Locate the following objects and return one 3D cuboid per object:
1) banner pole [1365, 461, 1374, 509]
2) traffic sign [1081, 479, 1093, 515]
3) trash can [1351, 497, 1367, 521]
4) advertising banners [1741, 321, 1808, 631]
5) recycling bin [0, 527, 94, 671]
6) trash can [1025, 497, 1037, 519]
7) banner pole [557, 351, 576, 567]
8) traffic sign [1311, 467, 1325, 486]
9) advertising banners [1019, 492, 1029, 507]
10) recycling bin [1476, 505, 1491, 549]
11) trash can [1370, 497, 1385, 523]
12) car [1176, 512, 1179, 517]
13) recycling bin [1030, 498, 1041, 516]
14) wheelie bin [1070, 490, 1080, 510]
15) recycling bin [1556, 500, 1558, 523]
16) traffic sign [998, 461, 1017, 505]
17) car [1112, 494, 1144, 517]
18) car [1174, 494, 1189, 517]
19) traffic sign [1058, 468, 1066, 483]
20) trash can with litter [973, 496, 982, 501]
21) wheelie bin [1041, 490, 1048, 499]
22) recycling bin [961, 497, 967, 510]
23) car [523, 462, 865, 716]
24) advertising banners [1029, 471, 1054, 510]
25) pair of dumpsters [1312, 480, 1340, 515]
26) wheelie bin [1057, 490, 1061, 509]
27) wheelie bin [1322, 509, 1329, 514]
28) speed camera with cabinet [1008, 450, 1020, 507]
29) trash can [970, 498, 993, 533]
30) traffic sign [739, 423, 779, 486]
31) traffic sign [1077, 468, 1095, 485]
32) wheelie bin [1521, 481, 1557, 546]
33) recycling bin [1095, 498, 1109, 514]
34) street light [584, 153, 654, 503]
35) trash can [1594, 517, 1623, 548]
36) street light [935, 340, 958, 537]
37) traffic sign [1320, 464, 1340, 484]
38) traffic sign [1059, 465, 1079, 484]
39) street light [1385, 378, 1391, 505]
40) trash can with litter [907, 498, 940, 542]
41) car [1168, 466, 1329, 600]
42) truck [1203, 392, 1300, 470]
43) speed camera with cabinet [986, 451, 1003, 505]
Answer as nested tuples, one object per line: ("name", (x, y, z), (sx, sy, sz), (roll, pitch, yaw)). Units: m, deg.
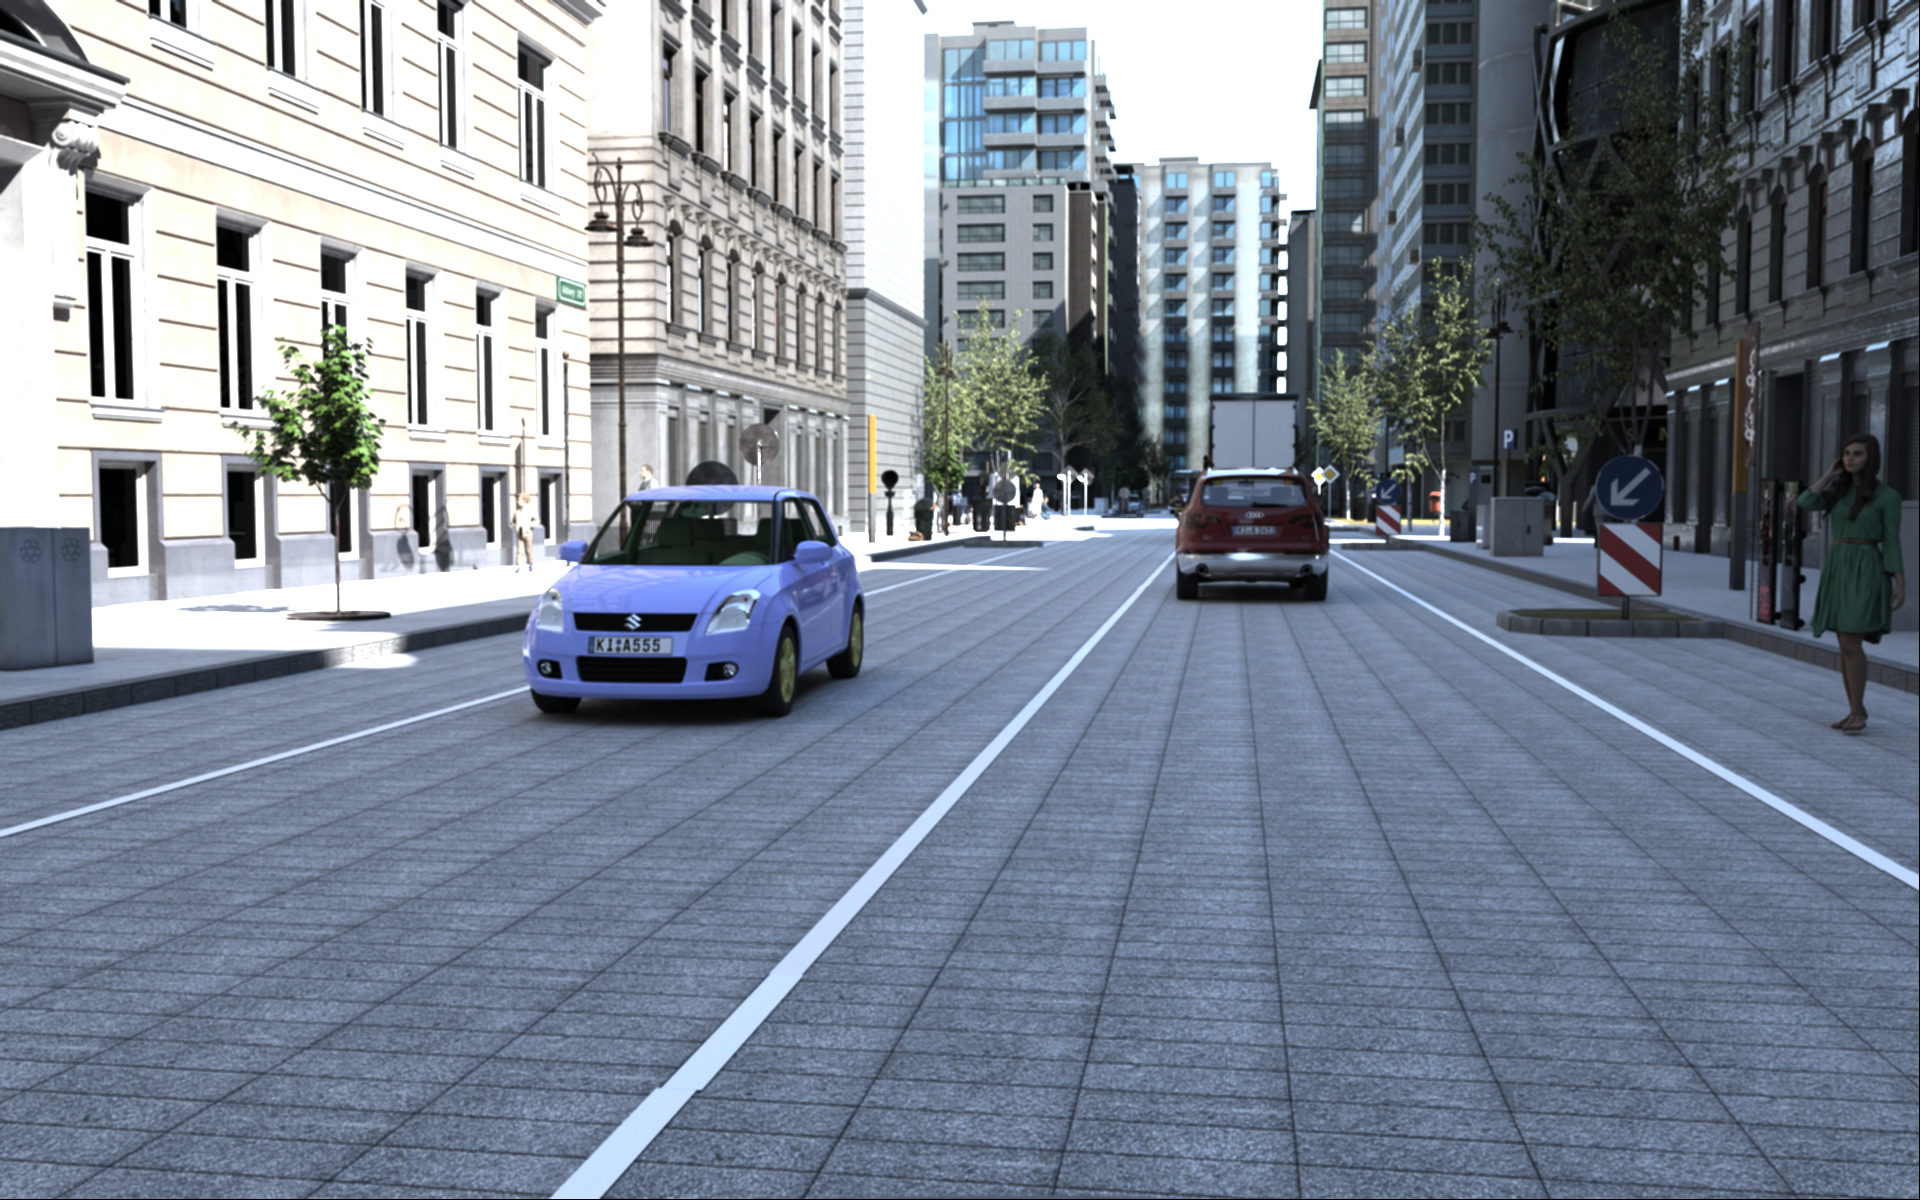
("banner pole", (30.530, -8.528, 129.448), (0.863, 3.779, 0.401), (1, 4, 23))
("traffic sign", (7.862, -6.565, 107.446), (0.768, 2.556, 0.104), (1, 4, 16))
("trash can", (19.171, -4.378, 83.242), (0.748, 1.137, 0.748), (0, 3, 0))
("advertising banners", (7.990, -1.277, 17.064), (0.090, 3.025, 2.074), (1, 4, 9))
("recycling bin", (-7.034, -0.025, 12.958), (0.722, 1.027, 0.722), (1, 4, 23))
("trash can", (3.701, -4.802, 90.165), (0.748, 1.137, 0.748), (0, 3, 0))
("banner pole", (-6.839, -2.458, 30.200), (0.401, 3.779, 0.863), (-1, 4, -16))
("traffic sign", (15.625, -4.468, 75.238), (0.795, 2.593, 0.064), (1, 4, 9))
("advertising banners", (5.944, -9.404, 149.949), (2.074, 3.025, 0.090), (-2, 4, -30))
("recycling bin", (12.490, -1.704, 40.415), (0.722, 1.027, 0.722), (0, 4, 4))
("trash can", (18.477, -3.961, 76.423), (0.748, 1.137, 0.748), (0, 3, 0))
("car", (5.620, -1.672, 37.128), (2.009, 1.686, 4.222), (1, 4, 9))
("recycling bin", (4.415, -5.522, 102.843), (0.722, 1.027, 0.722), (1, 4, 21))
("wheelie bin", (9.485, -8.261, 142.977), (0.980, 1.594, 0.693), (1, 4, 13))
("recycling bin", (26.363, -3.987, 77.734), (0.722, 1.027, 0.722), (0, 4, 3))
("traffic sign", (1.820, -4.097, 67.099), (0.768, 2.556, 0.104), (1, 4, 15))
("car", (10.510, -5.867, 107.928), (2.014, 1.417, 4.499), (1, 4, 10))
("car", (14.214, -5.968, 107.795), (2.015, 1.641, 3.980), (0, 4, 7))
("traffic sign", (5.245, -5.323, 86.769), (0.795, 2.593, 0.064), (1, 4, 15))
("trash can with litter", (1.207, -6.706, 121.025), (0.624, 1.170, 1.055), (0, 4, 3))
("wheelie bin", (6.216, -7.567, 131.630), (0.980, 1.594, 0.693), (2, 4, 24))
("recycling bin", (0.171, -7.886, 141.489), (0.722, 1.027, 0.722), (-1, 4, -14))
("car", (-1.786, -0.170, 12.376), (1.945, 1.707, 3.694), (0, 4, 7))
("advertising banners", (6.386, -8.412, 133.721), (2.074, 3.025, 0.090), (-2, 4, -30))
("pair of dumpsters", (22.893, -6.464, 108.179), (1.574, 2.255, 4.437), (1, 4, 9))
("wheelie bin", (8.431, -8.601, 148.536), (0.693, 1.594, 0.980), (1, 4, 14))
("wheelie bin", (23.472, -6.315, 111.158), (0.980, 1.594, 0.693), (0, 4, -6))
("speed camera with cabinet", (2.371, -5.077, 77.346), (0.660, 3.252, 2.038), (0, 4, 2))
("trash can", (0.720, -2.829, 57.911), (0.748, 1.137, 0.748), (0, 3, 0))
("traffic sign", (-3.628, -1.903, 31.221), (0.768, 2.556, 0.104), (1, 4, 15))
("traffic sign", (5.555, -4.565, 76.822), (0.795, 2.593, 0.064), (1, 4, 9))
("wheelie bin", (14.442, -2.163, 43.277), (0.693, 1.594, 0.980), (-3, 5, -45))
("recycling bin", (9.235, -6.141, 112.957), (0.722, 1.027, 0.722), (2, 4, 27))
("street light", (-4.672, -3.127, 23.920), (0.468, 5.910, 1.993), (1, 4, 9))
("trash can", (14.621, -1.674, 39.021), (0.748, 1.137, 0.748), (0, 3, 0))
("street light", (-0.396, -4.847, 52.044), (0.468, 5.910, 1.993), (1, 4, 9))
("traffic sign", (14.395, -3.985, 67.348), (0.795, 2.593, 0.064), (1, 4, 9))
("traffic sign", (4.325, -4.082, 68.932), (0.795, 2.593, 0.064), (1, 4, 9))
("street light", (16.354, -5.721, 66.324), (0.468, 5.910, 1.993), (1, 4, 9))
("trash can with litter", (-1.017, -2.166, 46.807), (0.624, 1.170, 1.055), (1, 4, 21))
("car", (4.140, -0.997, 24.974), (2.281, 1.827, 5.304), (0, 4, 7))
("truck", (8.911, -3.945, 53.418), (2.839, 4.237, 11.283), (1, 4, 8))
("speed camera with cabinet", (1.748, -5.222, 79.710), (0.660, 3.252, 2.038), (1, 4, 18))
